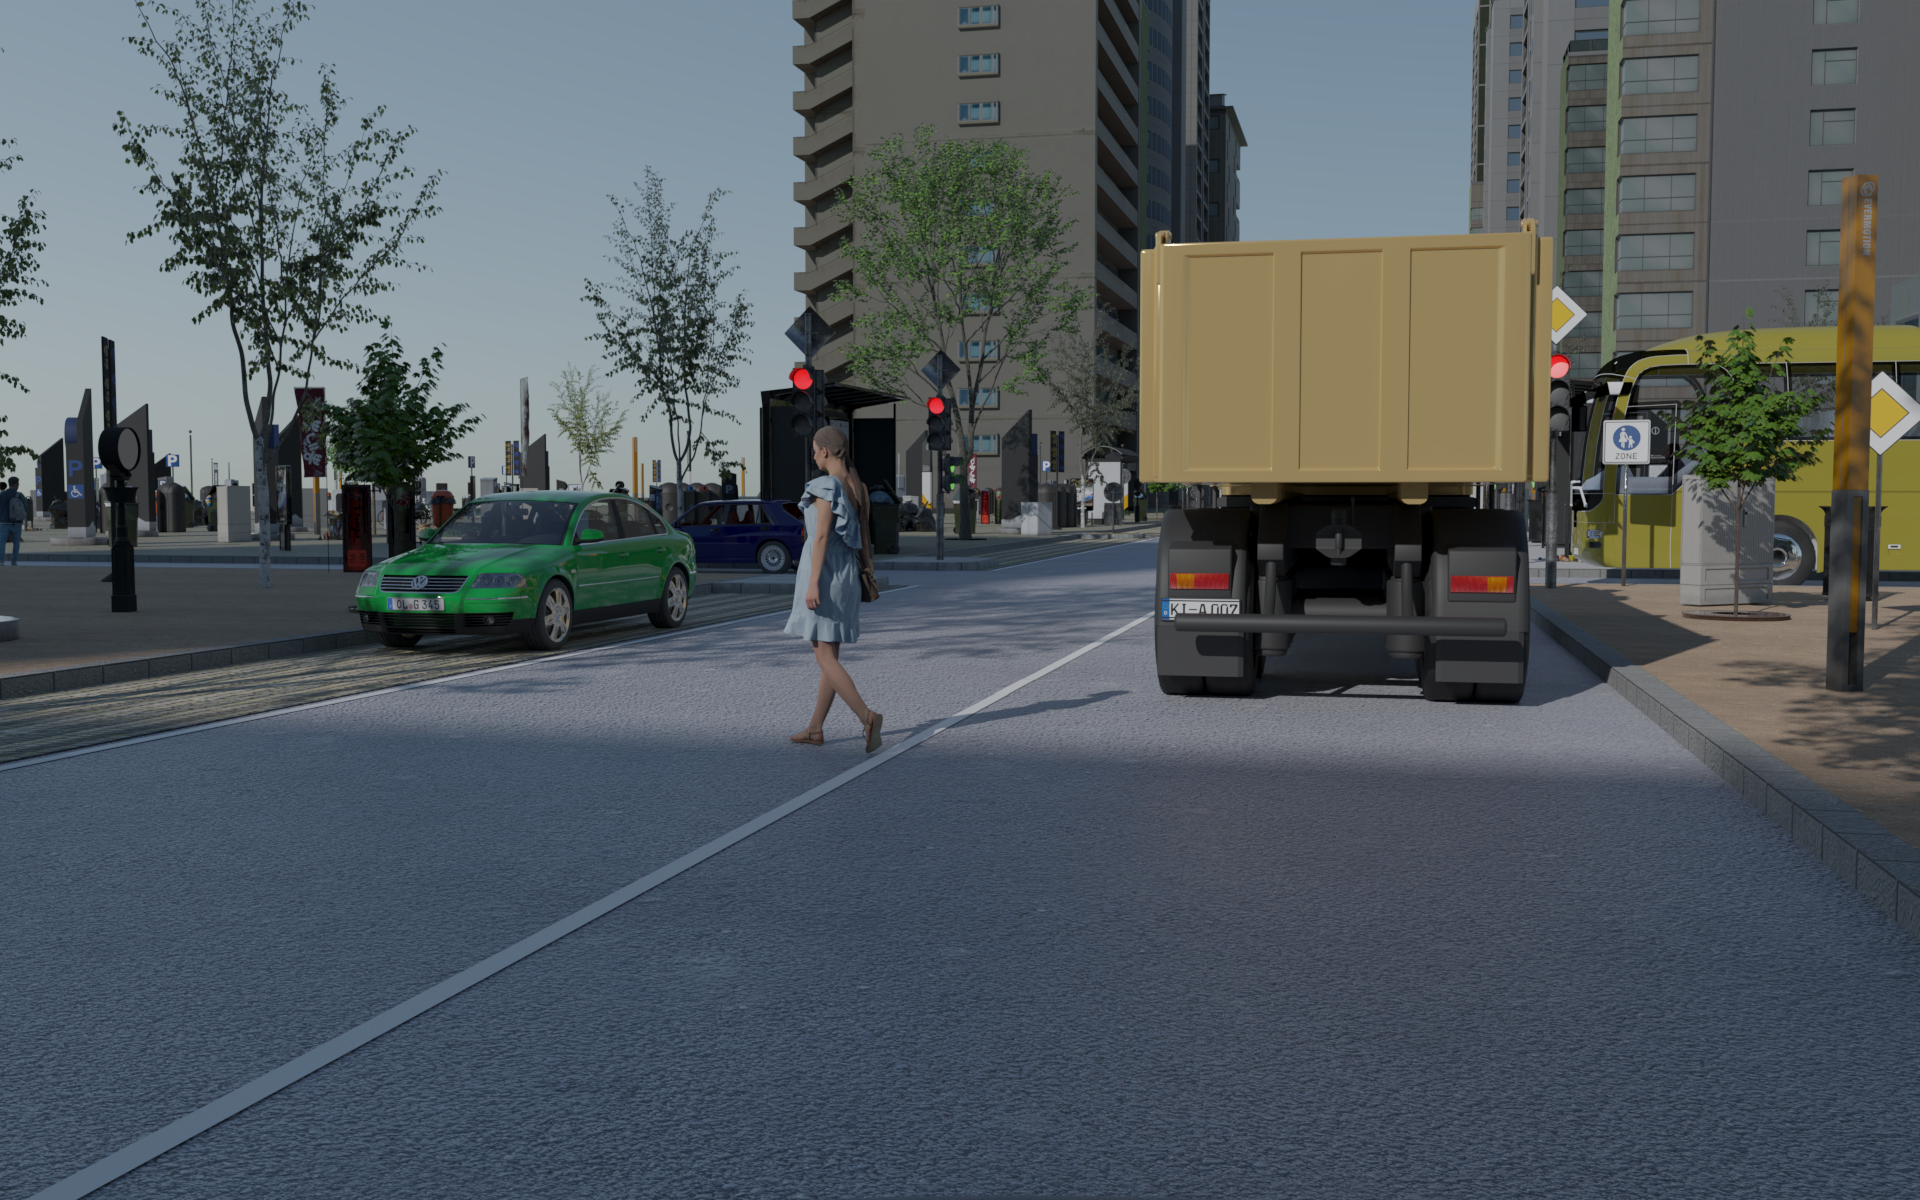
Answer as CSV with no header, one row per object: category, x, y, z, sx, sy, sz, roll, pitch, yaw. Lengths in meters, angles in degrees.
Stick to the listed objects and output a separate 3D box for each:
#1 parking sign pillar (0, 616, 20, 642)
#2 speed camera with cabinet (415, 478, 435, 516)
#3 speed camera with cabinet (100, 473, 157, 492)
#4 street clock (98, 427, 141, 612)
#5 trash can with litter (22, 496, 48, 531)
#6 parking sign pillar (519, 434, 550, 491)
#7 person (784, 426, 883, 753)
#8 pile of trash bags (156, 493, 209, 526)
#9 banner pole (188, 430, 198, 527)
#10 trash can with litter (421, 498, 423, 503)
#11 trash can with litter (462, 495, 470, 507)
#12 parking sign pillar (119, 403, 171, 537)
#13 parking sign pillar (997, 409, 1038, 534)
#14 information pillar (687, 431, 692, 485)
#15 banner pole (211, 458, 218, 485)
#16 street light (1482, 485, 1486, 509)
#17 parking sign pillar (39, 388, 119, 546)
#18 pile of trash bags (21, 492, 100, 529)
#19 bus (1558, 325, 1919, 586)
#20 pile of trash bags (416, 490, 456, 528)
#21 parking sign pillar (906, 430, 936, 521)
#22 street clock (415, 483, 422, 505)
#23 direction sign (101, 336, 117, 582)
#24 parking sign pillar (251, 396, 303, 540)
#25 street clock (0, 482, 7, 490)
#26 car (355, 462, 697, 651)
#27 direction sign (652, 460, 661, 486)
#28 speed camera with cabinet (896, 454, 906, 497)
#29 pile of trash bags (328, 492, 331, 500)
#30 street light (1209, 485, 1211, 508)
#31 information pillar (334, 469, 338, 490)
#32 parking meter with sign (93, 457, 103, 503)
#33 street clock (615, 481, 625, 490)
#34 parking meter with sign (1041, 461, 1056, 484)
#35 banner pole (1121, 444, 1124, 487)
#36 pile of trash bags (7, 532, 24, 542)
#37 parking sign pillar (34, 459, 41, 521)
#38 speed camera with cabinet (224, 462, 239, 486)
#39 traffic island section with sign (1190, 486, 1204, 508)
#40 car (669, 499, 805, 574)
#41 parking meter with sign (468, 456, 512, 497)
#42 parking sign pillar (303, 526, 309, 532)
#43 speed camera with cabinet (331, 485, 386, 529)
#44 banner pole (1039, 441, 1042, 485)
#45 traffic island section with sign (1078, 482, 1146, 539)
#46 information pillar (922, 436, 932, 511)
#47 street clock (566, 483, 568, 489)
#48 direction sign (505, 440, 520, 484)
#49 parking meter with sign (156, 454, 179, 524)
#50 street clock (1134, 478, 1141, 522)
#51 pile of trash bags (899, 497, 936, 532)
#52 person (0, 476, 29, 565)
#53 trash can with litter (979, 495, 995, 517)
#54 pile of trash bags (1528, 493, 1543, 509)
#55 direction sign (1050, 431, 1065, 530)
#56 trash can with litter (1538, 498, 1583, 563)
parking sign pillar,-9.010,-1.620,14.963,1.447,3.967,1.447,-2,4,-25
speed camera with cabinet,-29.591,-6.215,95.949,0.660,3.252,2.038,1,4,17
speed camera with cabinet,-36.383,-4.975,75.676,2.038,3.252,0.660,-1,4,-14
street clock,-9.100,-0.870,18.800,0.358,2.002,0.471,0,4,4
trash can with litter,-32.532,-2.994,60.003,1.678,1.210,2.233,0,4,-7
parking sign pillar,-19.088,-5.460,77.735,1.447,3.967,1.447,1,4,16
person,-0.666,-0.070,9.737,0.778,1.811,0.616,3,5,43
pile of trash bags,-31.577,-3.682,69.948,1.912,1.369,3.447,0,4,4
banner pole,-30.129,-4.766,67.945,0.401,3.779,0.863,-1,4,-20
trash can with litter,-35.493,-6.255,113.321,2.233,1.210,1.678,-3,4,-38
trash can with litter,-24.732,-4.722,88.266,2.233,1.210,1.678,0,4,-6
parking sign pillar,-24.801,-3.872,51.785,1.447,3.967,1.447,0,4,4
parking sign pillar,1.924,-4.118,55.797,1.447,3.967,1.447,-3,5,-41
information pillar,-9.982,-4.433,63.836,0.183,3.616,0.504,-1,4,-19
banner pole,-52.076,-8.013,121.026,0.863,3.779,0.401,2,4,30
street light,14.099,-4.505,46.449,0.468,5.910,1.993,1,4,14
parking sign pillar,-22.138,-3.370,43.572,1.447,3.967,1.447,-1,4,-17
pile of trash bags,-33.539,-3.340,64.359,3.447,1.369,1.912,-1,4,-12
bus,15.248,-2.074,25.460,12.252,3.916,2.896,1,4,12
pile of trash bags,-11.300,-2.008,42.583,3.447,1.369,1.912,0,4,-2
parking sign pillar,-1.731,-5.209,73.636,1.447,3.967,1.447,-3,5,-41
street clock,-29.075,-5.391,92.710,0.471,2.002,0.358,1,4,15
direction sign,-12.405,-2.038,25.324,0.379,3.537,0.876,-1,4,-16
parking sign pillar,-19.431,-3.671,48.494,1.447,3.967,1.447,-2,4,-33
street clock,-55.790,-5.894,100.943,0.358,2.002,0.471,2,4,33
car,-4.180,-0.520,17.305,1.959,1.807,4.718,1,4,14
direction sign,-20.096,-7.512,114.812,0.876,3.537,0.379,3,5,42
speed camera with cabinet,-2.630,-5.562,85.275,0.660,3.252,2.038,3,5,43
pile of trash bags,-28.197,-4.066,76.227,1.912,1.369,3.447,-1,4,-8
street light,15.703,-8.320,108.827,0.468,5.910,1.993,1,4,14
information pillar,-37.241,-6.850,103.347,0.183,3.616,0.504,0,4,-5
parking meter with sign,-40.713,-5.199,81.272,0.543,3.016,1.738,-1,4,-14
street clock,-18.665,-5.536,95.079,0.471,2.002,0.358,1,4,22
parking meter with sign,4.866,-5.810,91.262,0.543,3.016,1.738,2,4,24
banner pole,8.185,-5.971,87.648,0.401,3.779,0.863,0,4,-2
pile of trash bags,-26.661,-2.226,46.155,3.447,1.369,1.912,2,4,31
parking sign pillar,-43.295,-5.745,82.402,1.447,3.967,1.447,1,4,21
speed camera with cabinet,-45.530,-6.895,107.073,0.660,3.252,2.038,1,4,20
traffic island section with sign,11.271,-4.501,82.226,1.989,1.847,2.006,1,4,14
car,-4.378,-1.179,31.863,3.894,1.354,1.945,1,4,14
parking meter with sign,-21.613,-5.088,79.449,1.738,3.016,0.543,1,4,10
parking sign pillar,-22.856,-4.288,58.585,1.447,3.967,1.447,1,4,14
speed camera with cabinet,-21.849,-4.211,63.179,2.038,3.252,0.660,-1,4,-21
banner pole,3.620,-5.658,82.525,0.863,3.779,0.401,2,4,33
traffic island section with sign,4.957,-2.898,56.018,1.989,1.847,2.006,1,4,14
information pillar,-1.245,-4.559,65.894,0.183,3.616,0.504,-3,5,-41
street clock,-24.662,-6.315,107.824,0.358,2.002,0.471,3,4,37
direction sign,-18.968,-4.982,73.446,0.876,3.537,0.379,3,4,37
parking meter with sign,-34.575,-4.838,75.370,0.543,3.016,1.738,0,4,-2
street clock,8.086,-4.548,78.923,0.358,2.002,0.471,1,4,21
pile of trash bags,-2.615,-2.995,58.725,3.447,1.369,1.912,-1,4,-21
person,-18.636,-1.540,34.021,0.623,1.781,0.721,-2,4,-31
trash can with litter,2.519,-5.516,101.243,2.233,1.210,1.678,3,5,41
pile of trash bags,30.976,-5.232,95.303,3.447,1.369,1.912,-1,4,-17
direction sign,3.489,-4.290,62.142,0.379,3.537,0.876,3,4,37
trash can with litter,11.984,-1.358,33.258,1.678,1.210,2.233,3,4,39
